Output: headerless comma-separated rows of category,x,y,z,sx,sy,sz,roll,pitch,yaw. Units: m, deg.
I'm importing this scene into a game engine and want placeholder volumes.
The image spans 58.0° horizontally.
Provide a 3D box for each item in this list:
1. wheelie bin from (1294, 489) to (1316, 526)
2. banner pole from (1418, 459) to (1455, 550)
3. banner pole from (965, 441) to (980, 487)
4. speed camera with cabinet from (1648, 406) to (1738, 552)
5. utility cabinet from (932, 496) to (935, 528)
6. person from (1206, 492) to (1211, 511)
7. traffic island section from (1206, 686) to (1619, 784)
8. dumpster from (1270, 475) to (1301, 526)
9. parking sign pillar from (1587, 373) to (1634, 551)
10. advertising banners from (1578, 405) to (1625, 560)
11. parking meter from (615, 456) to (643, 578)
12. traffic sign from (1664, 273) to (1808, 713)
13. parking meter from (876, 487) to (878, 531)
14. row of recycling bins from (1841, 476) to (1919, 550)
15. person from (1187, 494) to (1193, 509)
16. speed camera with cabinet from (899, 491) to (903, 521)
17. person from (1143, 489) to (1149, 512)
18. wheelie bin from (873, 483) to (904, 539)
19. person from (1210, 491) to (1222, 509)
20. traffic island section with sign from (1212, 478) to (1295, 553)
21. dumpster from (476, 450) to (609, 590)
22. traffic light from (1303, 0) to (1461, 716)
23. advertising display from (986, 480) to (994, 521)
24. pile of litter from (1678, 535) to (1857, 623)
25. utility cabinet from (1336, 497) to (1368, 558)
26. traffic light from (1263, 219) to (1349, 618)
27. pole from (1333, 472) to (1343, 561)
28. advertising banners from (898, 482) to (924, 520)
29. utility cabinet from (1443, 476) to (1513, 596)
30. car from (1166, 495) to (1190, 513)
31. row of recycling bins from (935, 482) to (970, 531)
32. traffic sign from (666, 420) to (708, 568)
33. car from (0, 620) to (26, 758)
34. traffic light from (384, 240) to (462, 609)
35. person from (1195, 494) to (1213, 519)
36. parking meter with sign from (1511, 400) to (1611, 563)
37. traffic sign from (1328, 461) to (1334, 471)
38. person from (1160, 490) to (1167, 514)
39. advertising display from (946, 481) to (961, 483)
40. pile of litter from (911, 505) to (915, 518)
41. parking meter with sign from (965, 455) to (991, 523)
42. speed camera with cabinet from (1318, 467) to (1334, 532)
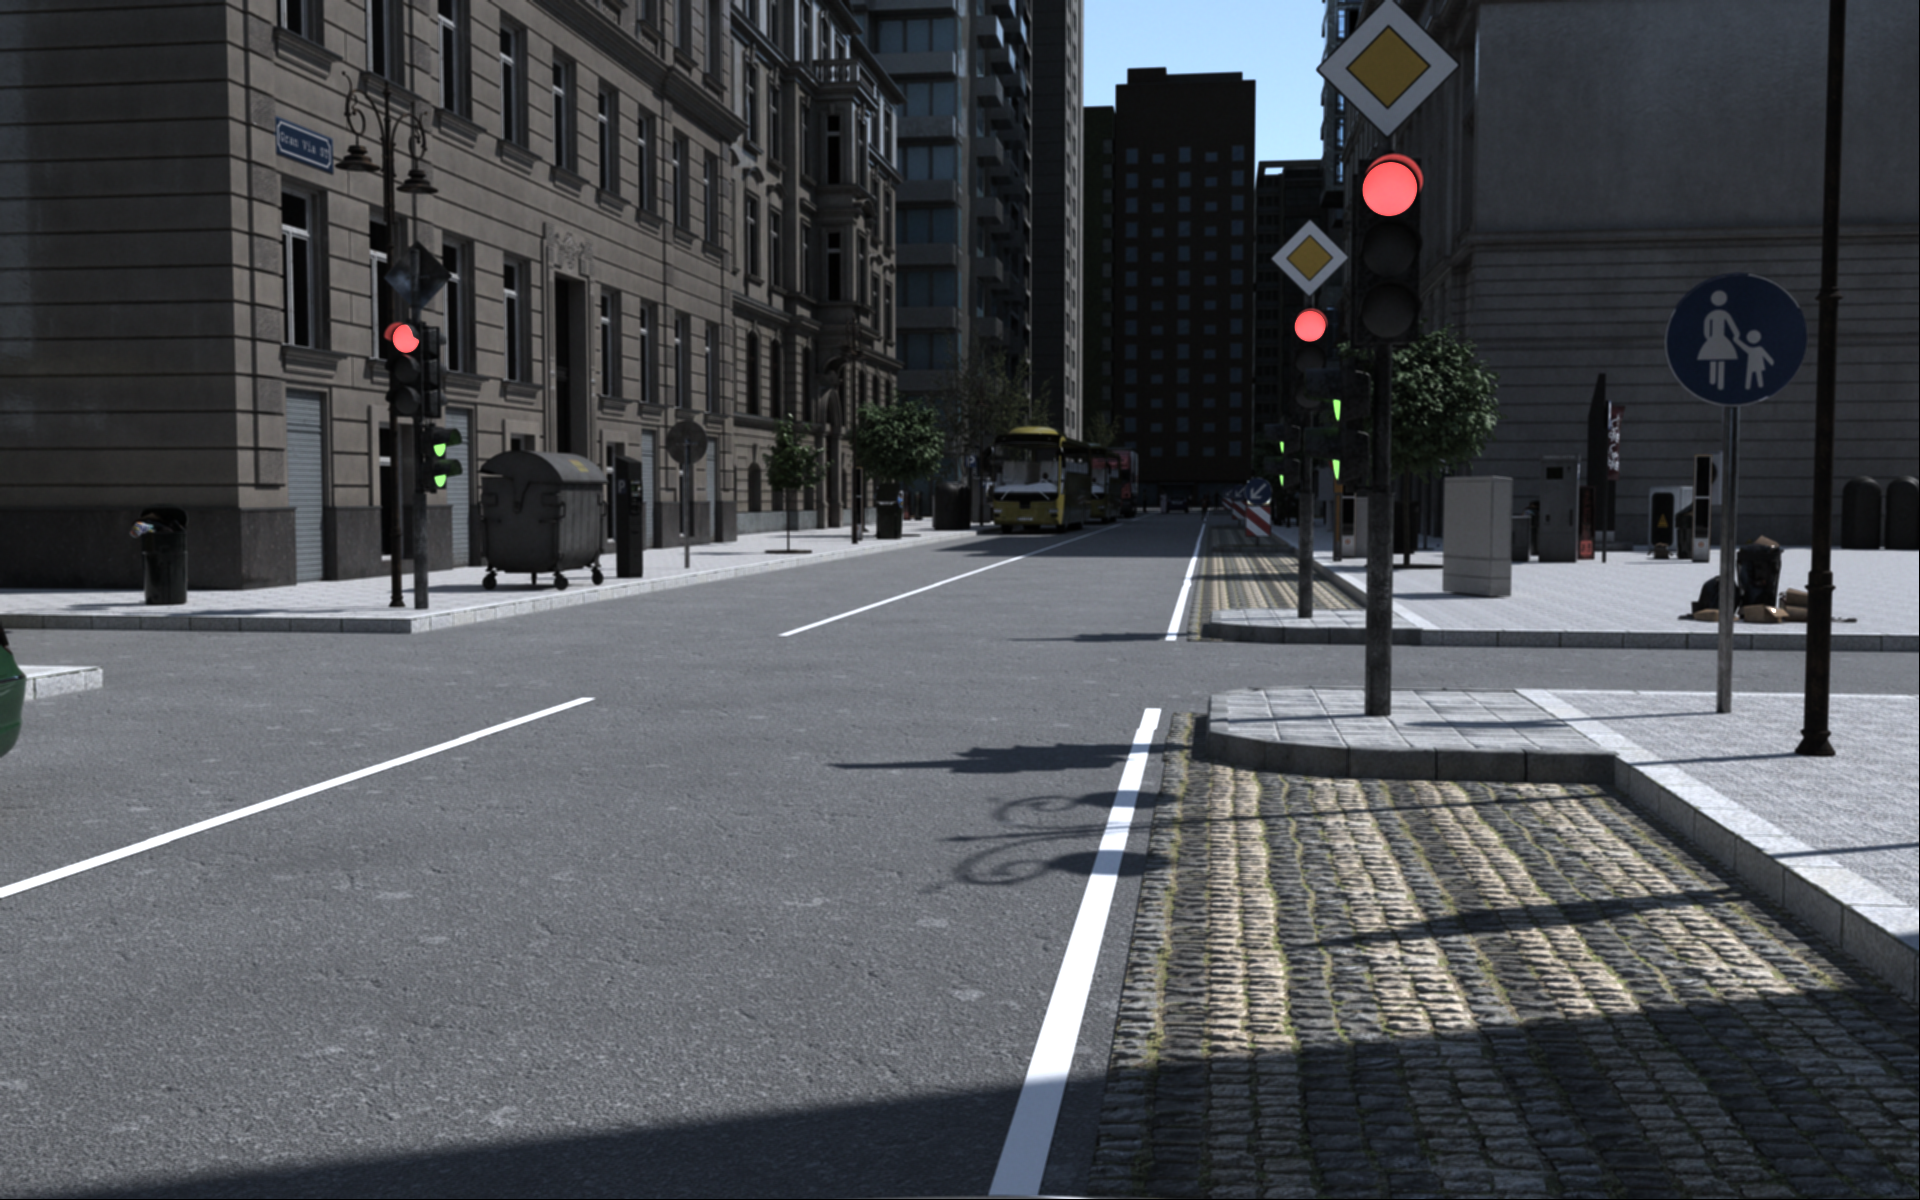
wheelie bin,13.629,-3.710,68.569,0.693,1.594,0.980,3,4,36
banner pole,10.951,-3.043,39.769,0.863,3.779,0.401,1,4,15
banner pole,0.508,-5.448,79.086,0.863,3.779,0.401,0,4,6
speed camera with cabinet,16.217,-2.692,38.351,0.660,3.252,2.038,-1,4,-22
utility cabinet,-0.532,-3.359,66.075,1.020,1.237,0.306,1,4,22
person,20.841,-8.288,145.481,0.415,1.643,0.593,0,4,8
traffic island section,2.448,0.747,10.061,2.009,0.180,2.903,1,4,8
dumpster,13.372,-4.147,70.293,1.502,2.255,1.985,1,4,8
parking sign pillar,14.584,-3.113,39.371,1.447,3.967,1.447,1,4,11
advertising banners,12.221,-2.304,33.857,2.074,3.025,0.090,-2,4,-26
parking meter,-5.068,-1.274,26.547,0.399,1.863,0.255,3,5,43
traffic sign,4.483,-0.611,10.089,0.768,2.556,0.104,1,4,14
parking meter,-2.620,-3.045,58.199,0.372,1.533,0.369,0,3,0
row of recycling bins,22.343,-2.010,39.980,3.534,1.692,1.069,1,4,23
person,20.865,-8.879,156.867,0.799,1.438,0.628,2,4,28
speed camera with cabinet,-3.642,-5.457,83.557,2.038,3.252,0.660,3,5,43
person,14.613,-7.832,136.555,0.705,1.823,1.348,2,4,23
wheelie bin,-2.025,-2.541,49.459,0.980,1.594,0.693,1,4,18
person,23.661,-9.233,159.982,1.217,1.766,0.721,-2,4,-26
traffic island section with sign,7.233,-2.089,42.778,1.989,1.847,2.006,1,4,8
dumpster,-5.718,-1.102,23.772,1.264,1.857,1.865,1,4,8
traffic light,2.410,-1.286,9.953,0.839,4.253,0.868,1,4,8
advertising display,1.470,-4.678,81.693,0.974,1.923,0.123,-2,4,-35
pile of litter,8.233,-0.222,17.597,1.719,0.858,1.176,1,4,22
utility cabinet,8.086,-1.452,34.895,1.020,1.237,0.306,0,4,7
traffic light,3.563,-1.770,17.855,0.839,4.253,0.868,1,4,8
pole,7.213,-2.395,32.995,0.158,3.312,0.155,0,3,0
advertising banners,-2.611,-5.468,85.589,2.074,3.025,0.090,3,5,40
utility cabinet,6.550,-0.809,21.914,0.318,1.500,1.173,-1,4,-13
car,16.495,-7.281,131.622,1.945,1.354,3.894,0,4,6
row of recycling bins,-0.218,-3.389,62.521,1.069,1.692,3.534,1,4,9
traffic sign,-4.731,-1.826,29.954,0.768,2.556,0.104,1,4,14
car,-5.261,0.378,5.618,2.131,1.459,4.920,0,4,8
traffic light,-6.000,-1.854,19.229,0.839,4.253,0.868,1,4,8
person,13.794,-5.257,97.718,1.065,1.426,0.557,2,4,24
parking meter with sign,11.302,-2.226,32.662,1.738,3.016,0.543,2,4,25
traffic sign,9.929,-2.742,44.942,0.768,2.556,0.104,1,4,14
person,14.710,-7.107,125.375,0.551,1.740,0.621,0,4,-7
advertising display,-0.351,-5.029,87.431,0.974,1.923,0.123,3,5,42
pile of litter,-2.498,-4.751,91.642,1.176,0.858,1.719,2,4,31
parking meter with sign,0.837,-4.947,77.139,0.543,3.016,1.738,-2,4,-26
speed camera with cabinet,12.778,-3.968,59.218,0.660,3.252,2.038,2,4,27
